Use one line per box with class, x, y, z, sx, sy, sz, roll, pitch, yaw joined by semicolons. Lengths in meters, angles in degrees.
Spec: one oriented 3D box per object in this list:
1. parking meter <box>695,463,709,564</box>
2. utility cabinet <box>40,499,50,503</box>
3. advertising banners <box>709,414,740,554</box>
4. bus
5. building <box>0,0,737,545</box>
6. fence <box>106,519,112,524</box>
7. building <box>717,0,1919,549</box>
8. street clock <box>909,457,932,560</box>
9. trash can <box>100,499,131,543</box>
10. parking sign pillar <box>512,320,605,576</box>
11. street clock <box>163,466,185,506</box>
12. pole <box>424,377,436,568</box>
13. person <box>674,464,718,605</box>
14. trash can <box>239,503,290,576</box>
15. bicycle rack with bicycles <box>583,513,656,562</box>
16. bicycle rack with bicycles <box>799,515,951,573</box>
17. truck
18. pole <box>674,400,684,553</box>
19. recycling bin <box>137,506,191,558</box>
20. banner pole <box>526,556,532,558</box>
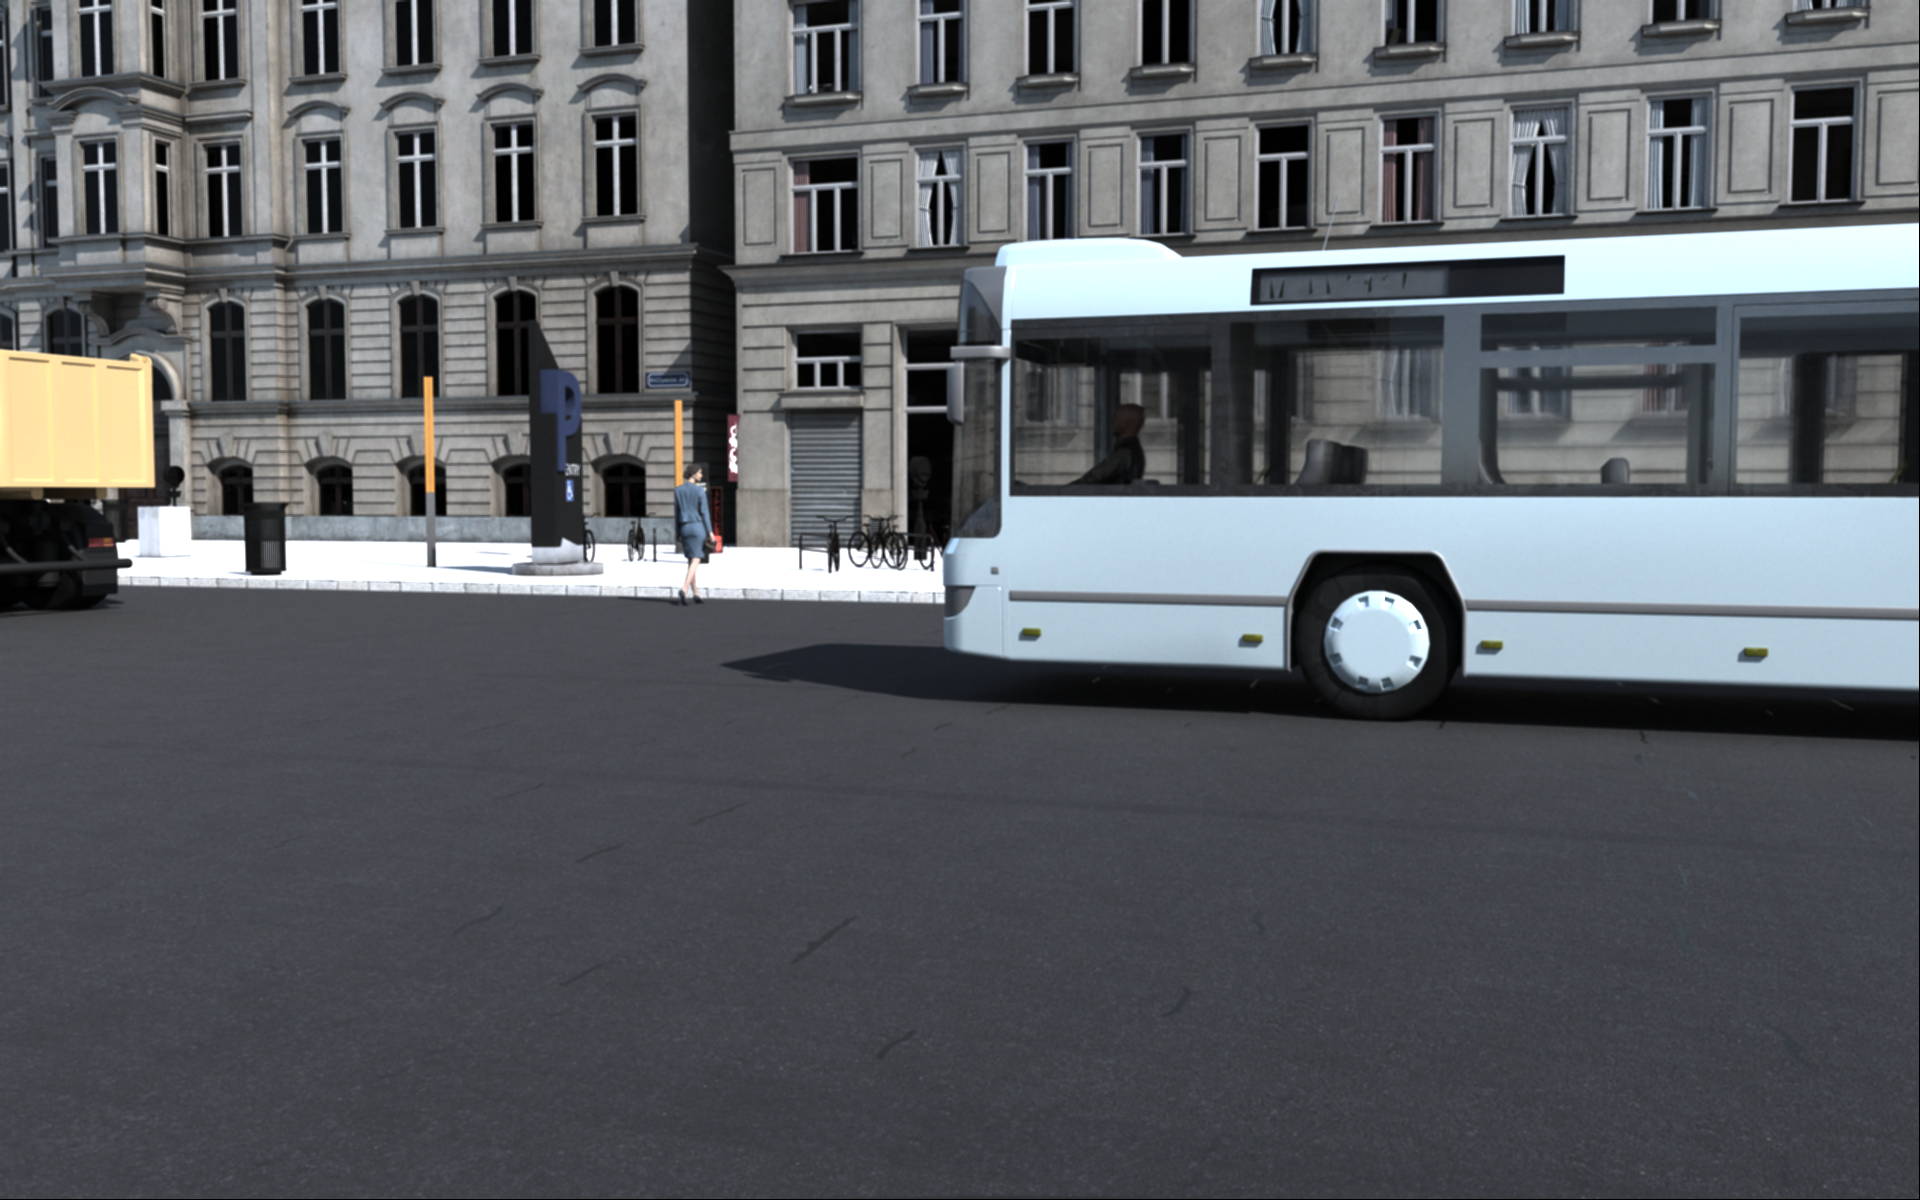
parking meter;-4.758;-1.602;31.897;0.255;1.863;0.399;0;4;-6
utility cabinet;-16.575;-1.322;30.295;1.173;1.500;0.318;-2;4;-30
advertising banners;-5.269;-2.510;37.223;0.090;3.025;2.074;2;4;26
bus;5.664;-0.986;10.984;13.247;3.499;2.948;1;4;19
building;-20.868;-14.299;52.875;34.723;24.649;14.460;1;4;19
fence;-21.504;-1.624;41.929;2.069;0.683;0.278;0;4;3
building;10.474;-12.823;42.932;30.059;22.955;16.112;1;4;19
street clock;-0.772;-1.775;33.587;0.358;2.002;0.471;2;4;32
trash can;-22.283;-2.083;45.708;0.748;1.137;0.748;0;3;0
parking sign pillar;-6.414;-2.390;27.547;1.447;3.967;1.447;0;4;6
street clock;-20.206;-2.446;44.557;0.358;2.002;0.471;2;4;32
pole;-9.244;-2.224;30.202;0.158;3.312;0.155;0;3;0
person;-3.502;-0.852;22.461;0.581;1.822;0.654;3;4;36
trash can;-10.997;-0.964;27.413;0.748;1.137;0.748;0;3;0
bicycle rack with bicycles;-6.856;-1.202;33.036;2.852;0.926;2.925;-1;4;-9
bicycle rack with bicycles;-1.526;-0.975;29.327;2.852;0.926;2.925;-1;4;-20
truck;-14.886;-1.580;21.753;9.791;3.379;3.469;1;4;18
pole;-6.130;-2.684;37.732;0.158;3.312;0.155;0;3;0
recycling bin;-16.071;-1.372;34.991;0.722;1.027;0.722;2;4;27
banner pole;-8.488;-2.767;35.254;0.401;3.779;0.863;2;4;33
